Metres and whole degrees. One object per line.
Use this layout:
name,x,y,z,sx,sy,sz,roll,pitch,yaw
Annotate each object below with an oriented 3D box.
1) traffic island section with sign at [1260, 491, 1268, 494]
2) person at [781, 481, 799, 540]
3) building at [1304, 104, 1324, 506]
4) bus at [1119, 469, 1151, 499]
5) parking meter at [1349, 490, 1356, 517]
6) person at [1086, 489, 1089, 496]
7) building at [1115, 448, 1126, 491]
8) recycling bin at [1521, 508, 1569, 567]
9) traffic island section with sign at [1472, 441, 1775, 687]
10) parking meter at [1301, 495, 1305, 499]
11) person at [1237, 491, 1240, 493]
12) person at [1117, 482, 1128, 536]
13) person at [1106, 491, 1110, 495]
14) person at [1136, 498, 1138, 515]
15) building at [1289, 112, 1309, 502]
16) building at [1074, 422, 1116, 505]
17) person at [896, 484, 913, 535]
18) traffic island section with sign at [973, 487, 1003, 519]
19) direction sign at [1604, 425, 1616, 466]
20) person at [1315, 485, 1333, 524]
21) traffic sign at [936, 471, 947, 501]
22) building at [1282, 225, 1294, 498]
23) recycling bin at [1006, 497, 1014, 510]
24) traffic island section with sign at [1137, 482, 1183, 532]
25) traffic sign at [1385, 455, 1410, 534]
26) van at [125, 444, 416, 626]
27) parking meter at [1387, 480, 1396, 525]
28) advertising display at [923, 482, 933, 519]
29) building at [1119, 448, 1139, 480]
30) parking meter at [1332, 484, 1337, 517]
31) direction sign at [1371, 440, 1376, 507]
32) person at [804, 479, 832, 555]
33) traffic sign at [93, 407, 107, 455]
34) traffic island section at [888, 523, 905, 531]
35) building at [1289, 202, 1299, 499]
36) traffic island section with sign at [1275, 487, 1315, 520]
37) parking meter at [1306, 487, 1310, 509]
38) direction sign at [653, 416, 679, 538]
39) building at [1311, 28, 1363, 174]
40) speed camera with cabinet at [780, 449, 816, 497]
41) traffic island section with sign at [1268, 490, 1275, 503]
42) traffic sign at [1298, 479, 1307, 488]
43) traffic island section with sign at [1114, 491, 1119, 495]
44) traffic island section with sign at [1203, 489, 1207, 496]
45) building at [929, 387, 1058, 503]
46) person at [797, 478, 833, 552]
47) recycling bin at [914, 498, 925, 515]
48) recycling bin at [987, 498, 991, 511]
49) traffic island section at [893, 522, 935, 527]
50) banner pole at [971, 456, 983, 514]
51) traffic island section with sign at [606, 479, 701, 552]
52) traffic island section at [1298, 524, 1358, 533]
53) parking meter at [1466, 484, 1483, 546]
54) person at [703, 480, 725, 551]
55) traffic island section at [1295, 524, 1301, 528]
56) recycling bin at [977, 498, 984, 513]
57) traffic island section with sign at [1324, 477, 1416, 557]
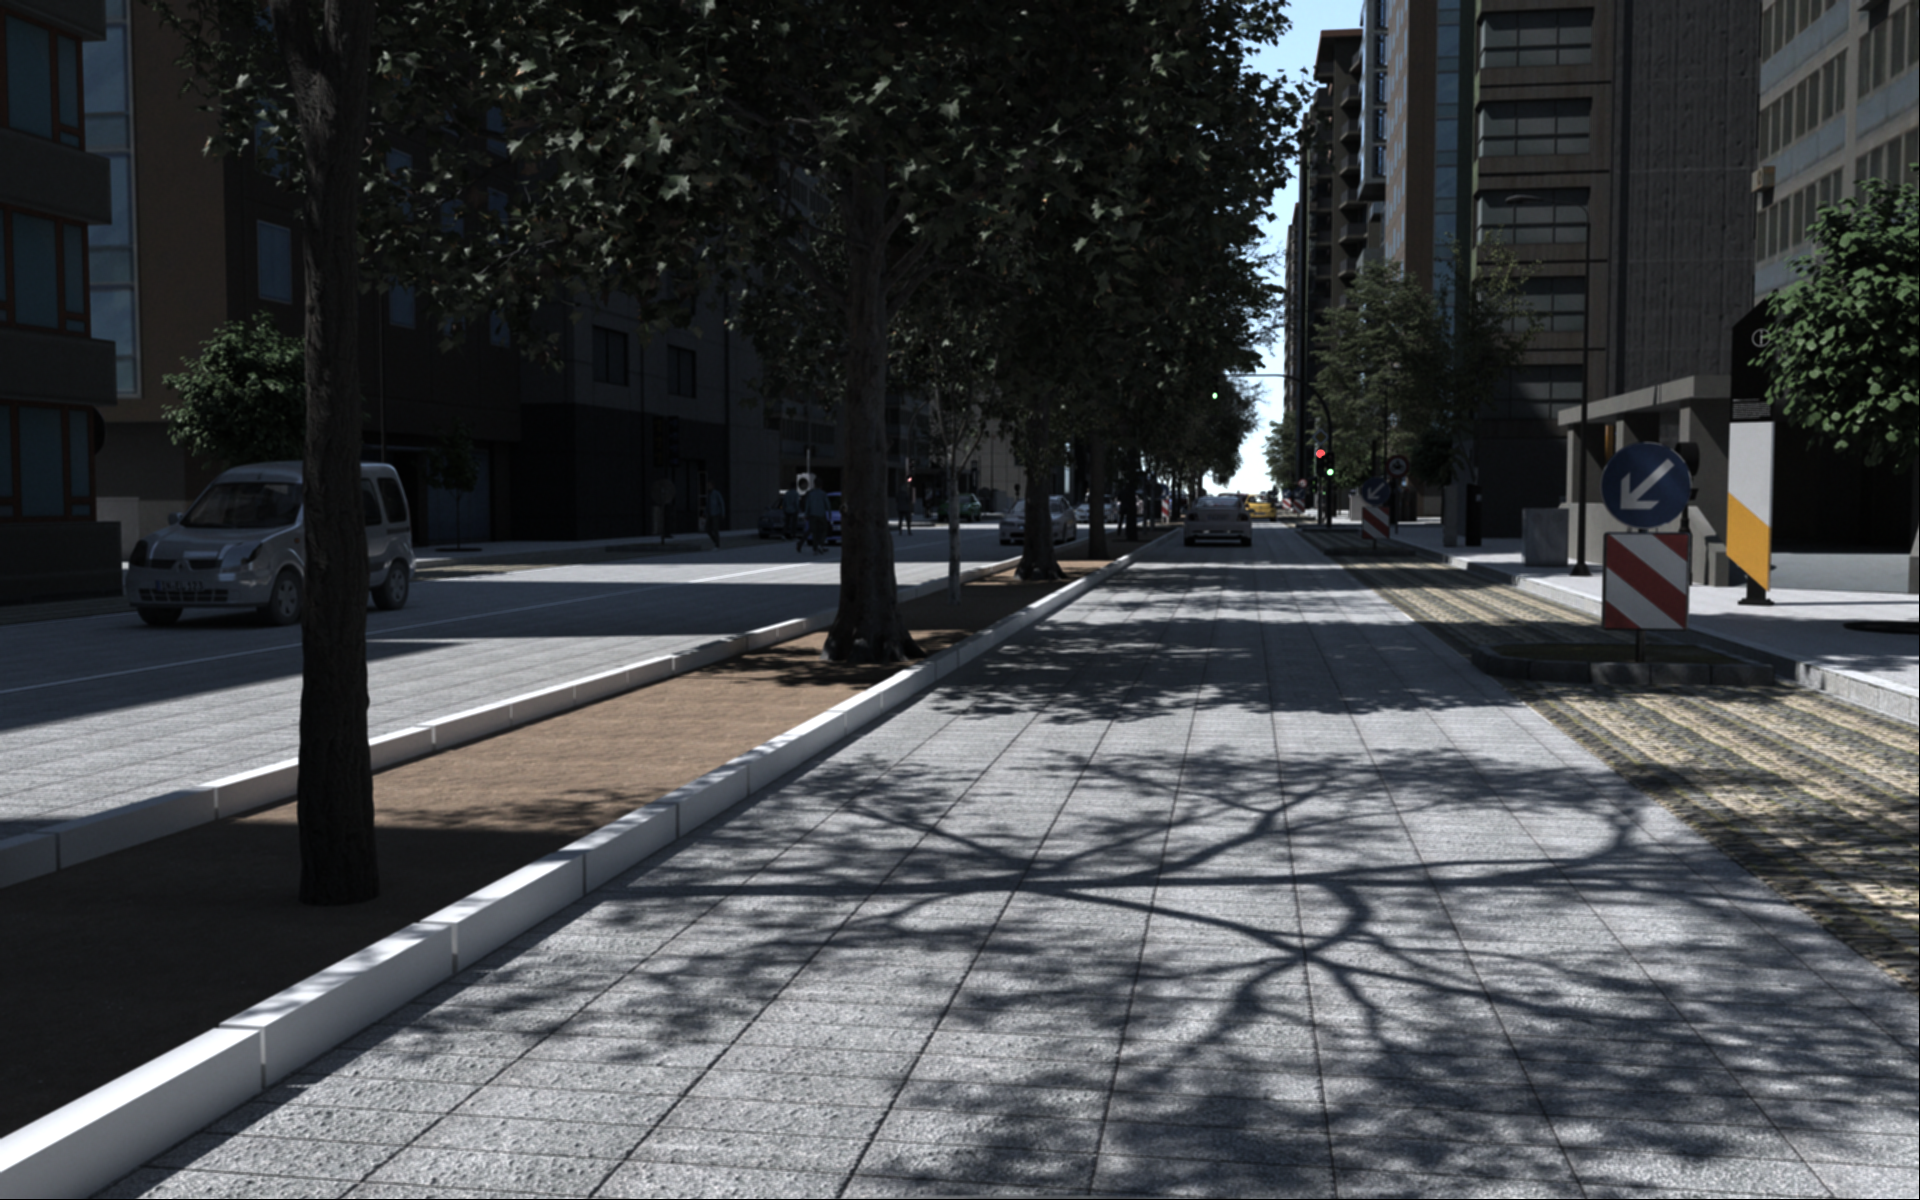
traffic island section with sign,31.109,-10.006,172.225,1.989,1.847,2.006,1,4,9
person,-5.216,-2.730,53.161,0.660,1.820,0.620,2,4,28
building,43.797,-30.596,183.838,14.154,41.232,14.086,1,4,9
bus,18.128,-11.338,176.925,2.896,3.916,12.252,1,4,9
parking meter,21.640,-5.326,95.493,0.372,1.533,0.369,0,3,0
person,8.453,-6.395,113.291,0.478,1.798,0.641,1,4,23
building,13.908,-39.477,265.051,23.786,49.044,30.456,1,4,9
recycling bin,10.421,-1.119,30.857,0.722,1.027,0.722,1,4,12
traffic island section with sign,5.204,-0.322,13.891,1.989,1.847,2.006,1,4,9
parking meter,27.711,-8.048,139.998,0.372,1.533,0.369,0,3,0
person,31.288,-11.402,194.864,0.705,1.831,1.348,0,4,4
person,5.661,-3.113,59.207,0.655,1.846,0.447,2,4,30
person,16.079,-10.945,188.129,1.217,1.739,0.721,0,4,-5
person,10.533,-5.580,104.754,0.505,1.210,0.382,3,5,44
building,45.851,-33.522,198.192,14.600,45.320,14.200,1,4,9
building,14.260,-28.784,242.316,14.160,30.474,14.107,1,4,9
person,-1.971,-3.172,60.542,0.537,1.800,0.526,2,4,32
traffic island section with sign,1.425,-5.508,98.686,1.989,1.847,2.006,1,4,9
direction sign,18.124,-3.451,48.416,0.876,3.537,0.379,1,4,13
person,16.079,-4.153,76.528,0.709,1.813,0.853,-1,4,-17
traffic sign,-0.949,-5.779,94.597,0.768,2.556,0.104,1,4,17
building,65.603,-40.844,291.495,21.300,48.544,21.600,1,4,9
recycling bin,3.930,-7.858,141.026,0.722,1.027,0.722,3,5,44
traffic island section with sign,7.450,-3.591,66.851,2.006,1.907,1.989,1,4,9
traffic sign,14.120,-3.415,55.947,0.768,2.556,0.104,1,4,13
van,-7.929,-0.805,20.169,2.013,2.044,4.112,0,4,8
parking meter,18.175,-4.111,72.924,0.399,1.863,0.255,-3,5,-40
advertising display,-1.690,-5.259,91.205,0.123,1.923,0.974,2,4,27
building,19.091,-40.802,290.821,21.300,48.544,21.600,1,4,9
parking meter,21.060,-5.622,97.636,0.255,1.863,0.399,-1,4,-15
direction sign,17.560,-4.988,73.548,0.379,3.537,0.876,1,4,23
person,-3.350,-1.961,40.902,0.601,1.785,0.444,1,4,13
traffic sign,-12.403,-1.493,24.522,0.768,2.556,0.104,1,4,18
traffic island section,-3.534,-2.821,68.403,2.009,0.180,2.903,1,4,9
building,59.452,-36.570,252.540,22.147,44.769,28.867,1,4,9
traffic island section with sign,18.540,-5.309,95.428,1.989,1.847,2.006,1,4,9
parking meter,29.276,-8.561,145.682,0.255,1.863,0.399,2,4,34
direction sign,-8.532,-3.568,50.331,0.876,3.537,0.379,2,4,24
building,44.171,-31.025,161.878,22.147,44.769,28.867,1,4,9
speed camera with cabinet,-7.408,-5.057,77.018,2.038,3.252,0.660,2,4,28
traffic island section with sign,23.002,-6.976,122.681,1.989,1.847,2.006,1,4,9
traffic sign,28.682,-8.859,144.957,0.768,2.556,0.104,1,4,17
traffic island section with sign,18.266,-11.805,201.640,1.989,1.847,2.006,1,4,9
traffic island section with sign,20.777,-8.574,148.317,2.006,1.907,1.989,1,4,9
building,-1.453,-44.259,161.882,20.563,71.187,20.611,1,4,9
person,-3.575,-2.082,42.499,0.822,1.834,0.622,2,4,27
recycling bin,-2.488,-5.883,108.737,0.722,1.027,0.722,1,4,9
recycling bin,2.205,-6.822,124.094,0.722,1.027,0.722,2,4,30
traffic island section,-2.245,-3.303,76.284,2.009,0.180,2.903,1,4,9
banner pole,1.099,-7.589,114.098,0.863,3.779,0.401,1,4,23
traffic island section with sign,-7.601,-2.131,43.467,1.989,1.847,2.006,1,4,9
traffic island section,13.975,-2.646,65.545,2.009,0.180,2.903,1,4,9
parking meter,12.652,-2.093,42.638,0.372,1.533,0.369,0,3,0
person,-6.181,-2.125,43.591,0.444,1.785,0.601,-3,5,-41
traffic island section,15.264,-3.128,73.425,2.009,0.180,2.903,1,4,9
recycling bin,1.146,-6.476,118.434,0.722,1.027,0.722,-3,5,-44
traffic island section with sign,9.550,-1.949,40.495,1.989,1.847,2.006,1,4,9
